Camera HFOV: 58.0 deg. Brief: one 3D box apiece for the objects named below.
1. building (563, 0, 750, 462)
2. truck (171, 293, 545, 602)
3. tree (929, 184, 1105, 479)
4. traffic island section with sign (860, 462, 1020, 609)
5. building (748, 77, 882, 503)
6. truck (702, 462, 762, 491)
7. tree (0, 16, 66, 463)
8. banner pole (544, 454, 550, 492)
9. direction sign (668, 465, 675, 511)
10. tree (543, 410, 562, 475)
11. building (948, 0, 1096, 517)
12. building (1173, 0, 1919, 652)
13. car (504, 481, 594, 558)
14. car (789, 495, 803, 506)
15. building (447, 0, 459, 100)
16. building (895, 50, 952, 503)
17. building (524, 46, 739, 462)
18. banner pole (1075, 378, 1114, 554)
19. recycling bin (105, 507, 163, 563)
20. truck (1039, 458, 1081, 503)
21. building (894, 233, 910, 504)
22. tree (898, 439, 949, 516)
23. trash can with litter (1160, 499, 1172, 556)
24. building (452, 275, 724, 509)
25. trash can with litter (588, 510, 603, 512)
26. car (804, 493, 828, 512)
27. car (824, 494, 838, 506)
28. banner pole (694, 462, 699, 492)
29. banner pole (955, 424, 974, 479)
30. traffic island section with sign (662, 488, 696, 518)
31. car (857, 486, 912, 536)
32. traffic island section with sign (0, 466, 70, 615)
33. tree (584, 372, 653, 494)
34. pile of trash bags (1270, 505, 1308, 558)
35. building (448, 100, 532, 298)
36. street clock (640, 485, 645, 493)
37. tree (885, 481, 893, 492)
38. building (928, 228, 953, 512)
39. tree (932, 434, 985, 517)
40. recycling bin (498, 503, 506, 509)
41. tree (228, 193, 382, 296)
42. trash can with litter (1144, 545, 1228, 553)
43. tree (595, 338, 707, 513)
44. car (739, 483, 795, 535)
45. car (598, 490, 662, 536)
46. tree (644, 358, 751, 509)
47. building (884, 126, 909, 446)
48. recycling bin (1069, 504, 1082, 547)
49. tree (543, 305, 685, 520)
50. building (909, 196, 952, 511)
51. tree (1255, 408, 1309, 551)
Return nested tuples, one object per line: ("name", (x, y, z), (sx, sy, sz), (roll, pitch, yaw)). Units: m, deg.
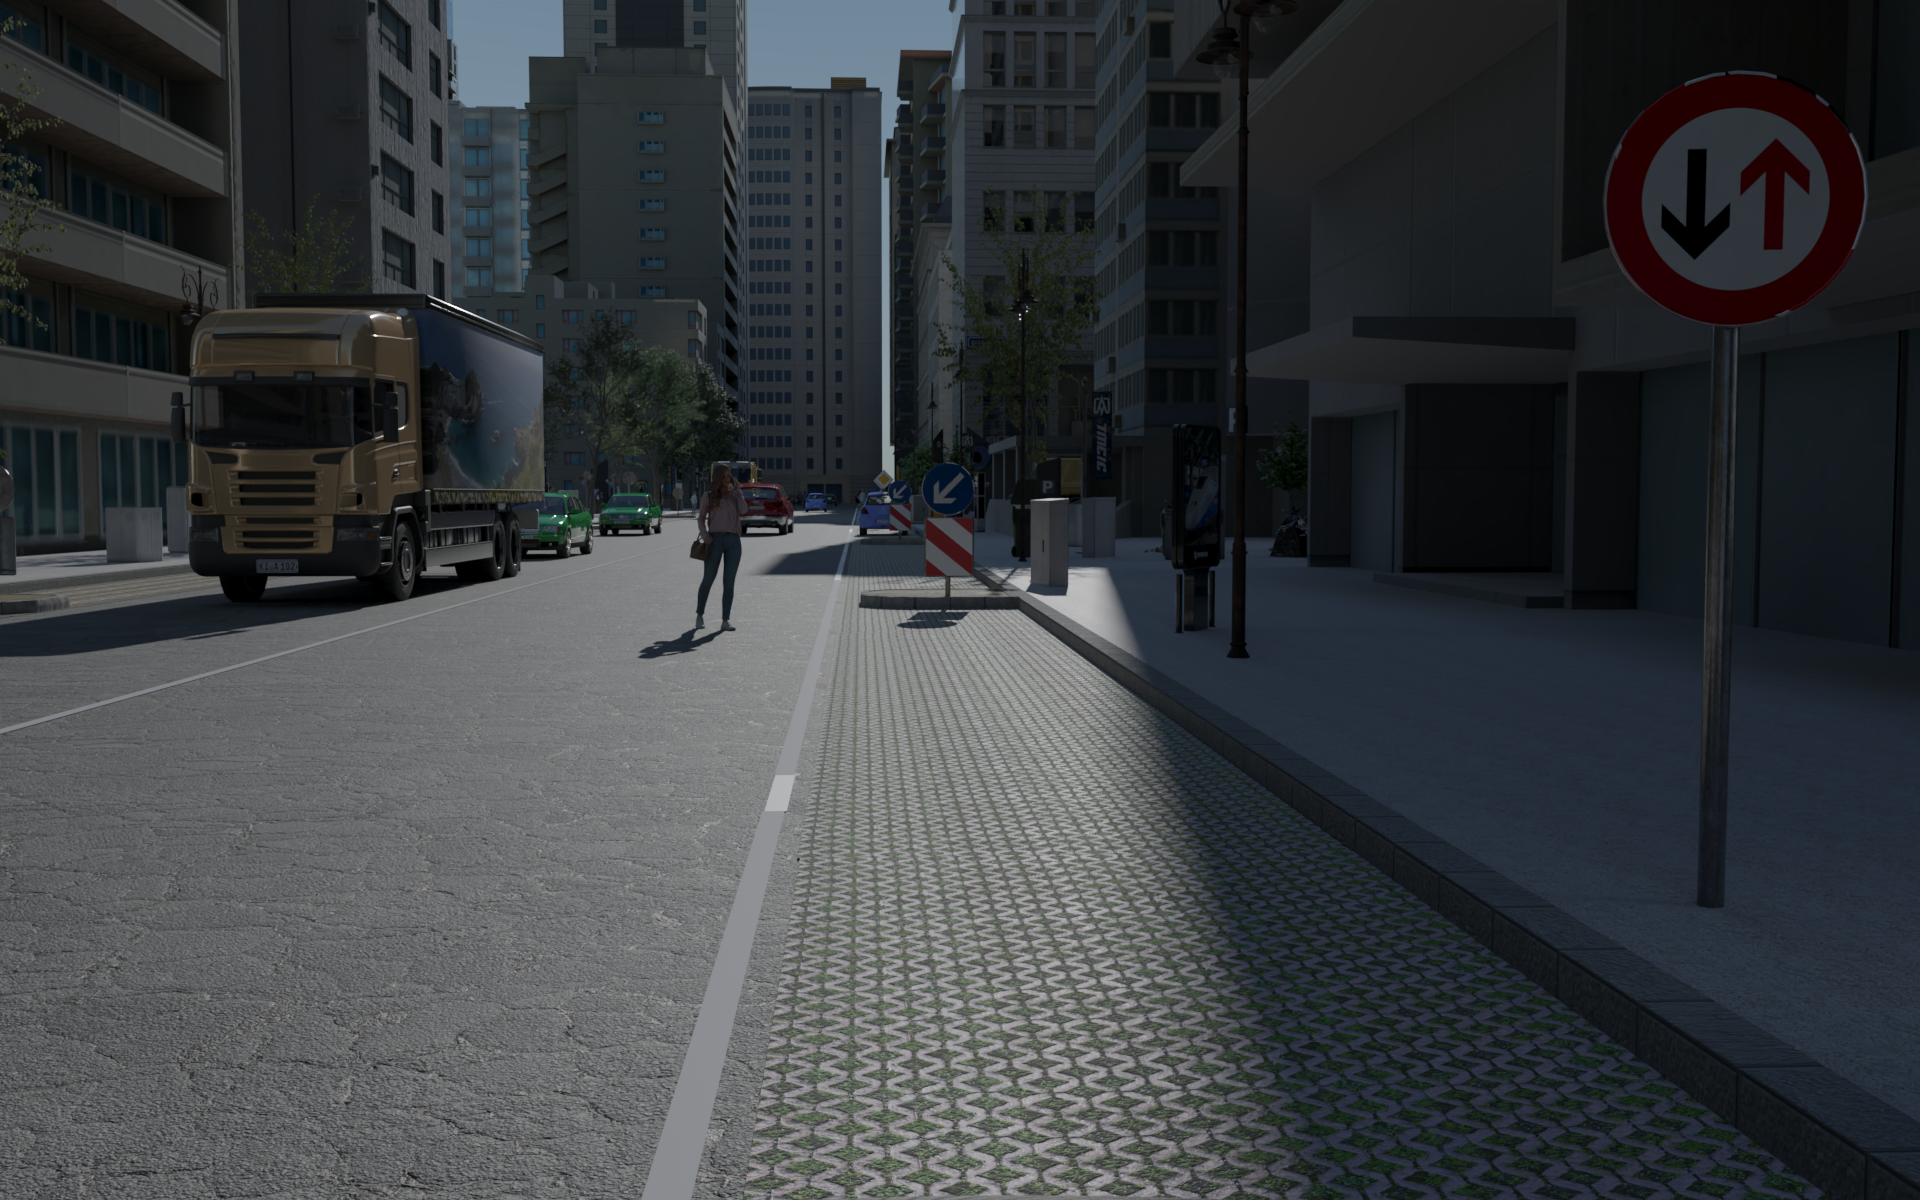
("building", (-37.353, -47.635, 217.080), (20.611, 71.187, 20.563), (0, 4, -3))
("truck", (-8.710, -2.298, 26.492), (2.839, 4.237, 11.283), (0, 4, -2))
("tree", (1.547, -5.505, 40.369), (4.737, 8.622, 4.395), (0, 3, 0))
("traffic island section with sign", (-0.294, -0.841, 22.372), (1.989, 1.847, 2.006), (0, 4, -3))
("building", (-25.291, -43.156, 247.604), (28.212, 58.520, 21.231), (0, 4, -3))
("truck", (-13.725, -6.735, 106.035), (3.469, 3.379, 9.791), (0, 4, -4))
("tree", (-14.935, -4.570, 25.076), (4.360, 8.622, 3.978), (0, 3, 0))
("banner pole", (-26.014, -7.260, 108.724), (0.863, 3.779, 0.401), (-1, 4, -22))
("direction sign", (-22.468, -8.743, 134.944), (0.876, 3.537, 0.379), (3, 5, 40))
("tree", (-34.133, -11.546, 139.133), (4.360, 8.622, 3.978), (0, 3, 0))
("building", (14.603, -18.862, 85.882), (29.804, 29.767, 11.434), (0, 4, -3))
("building", (17.889, -26.190, 17.448), (28.713, 52.752, 27.495), (0, 4, -3))
("car", (-9.637, -1.904, 39.923), (1.959, 1.807, 4.718), (0, 4, -2))
("car", (-20.516, -12.426, 215.750), (1.945, 1.354, 3.894), (0, 4, -1))
("building", (-83.812, -56.938, 243.605), (31.000, 86.520, 22.319), (0, 4, -3))
("building", (4.820, -31.587, 171.068), (22.147, 44.769, 28.867), (0, 4, -3))
("building", (-36.065, -34.768, 192.154), (21.300, 48.544, 21.600), (0, 4, -3))
("banner pole", (2.895, -2.886, 37.207), (0.863, 3.779, 0.401), (2, 4, 25))
("recycling bin", (-15.634, -1.238, 32.794), (0.722, 1.027, 0.722), (1, 4, 12))
("truck", (7.417, -4.894, 75.934), (9.791, 3.379, 3.469), (0, 4, -2))
("building", (-0.400, -25.809, 193.671), (14.160, 30.474, 14.107), (0, 4, -3))
("tree", (-1.840, -7.186, 101.206), (4.285, 4.588, 4.351), (0, 3, 0))
("trash can with litter", (4.654, -1.492, 35.782), (1.055, 1.170, 0.624), (1, 4, 9))
("building", (-37.811, -19.715, 167.379), (27.650, 21.520, 28.899), (0, 4, -3))
("trash can with litter", (-26.827, -7.025, 125.922), (2.233, 1.210, 1.678), (-1, 4, -16))
("car", (-11.371, -7.790, 136.954), (1.945, 1.707, 3.694), (0, 4, -5))
("car", (-15.714, -12.039, 208.631), (2.131, 1.459, 4.920), (0, 4, -2))
("banner pole", (-20.702, -8.923, 135.903), (0.401, 3.779, 0.863), (2, 4, 24))
("banner pole", (0.108, -4.420, 62.284), (0.863, 3.779, 0.401), (0, 4, -2))
("traffic island section with sign", (-16.819, -5.800, 103.454), (1.989, 1.847, 2.006), (0, 4, -3))
("car", (-2.652, -3.117, 60.555), (1.945, 1.707, 3.694), (0, 4, -2))
("traffic island section with sign", (-12.112, -0.764, 21.121), (1.989, 1.847, 2.006), (0, 4, -3))
("tree", (-20.102, -9.275, 102.015), (4.360, 8.622, 3.978), (0, 3, 0))
("pile of trash bags", (8.111, -1.600, 35.918), (3.447, 1.369, 1.912), (-3, 5, -41))
("building", (-63.509, -36.340, 213.764), (30.456, 49.044, 23.786), (0, 4, -3))
("street clock", (-25.428, -8.193, 138.518), (0.471, 2.002, 0.358), (1, 4, 16))
("tree", (-8.730, -13.007, 207.259), (1.663, 3.219, 1.824), (0, 3, 0))
("building", (3.399, -16.009, 116.502), (10.420, 20.320, 16.860), (0, 4, -3))
("tree", (-0.157, -3.730, 55.579), (1.663, 3.219, 1.824), (0, 3, 0))
("recycling bin", (-18.361, -3.474, 69.351), (0.722, 1.027, 0.722), (2, 4, 24))
("tree", (-16.382, -5.686, 43.322), (4.737, 8.622, 4.395), (0, 3, 0))
("trash can with litter", (4.807, -1.660, 38.206), (1.678, 1.210, 2.233), (-1, 4, -16))
("tree", (-20.389, -11.608, 115.539), (9.928, 11.665, 9.643), (0, 3, 0))
("car", (-7.101, -3.274, 62.200), (2.281, 1.827, 5.304), (0, 4, -2))
("car", (-11.644, -3.210, 61.285), (1.959, 1.807, 4.718), (0, 4, -3))
("tree", (-22.354, -14.012, 146.098), (9.611, 12.733, 9.660), (0, 3, 0))
("building", (2.828, -40.627, 253.488), (27.495, 52.752, 28.713), (0, 4, -3))
("recycling bin", (2.953, -1.826, 42.415), (0.722, 1.027, 0.722), (-2, 4, -28))
("tree", (-18.075, -9.247, 85.597), (7.601, 10.594, 8.767), (2, 4, 32))
("building", (4.365, -18.755, 139.931), (16.112, 22.955, 30.059), (0, 4, -3))
("tree", (7.449, -2.721, 39.088), (1.663, 3.219, 1.824), (0, 3, 0))
